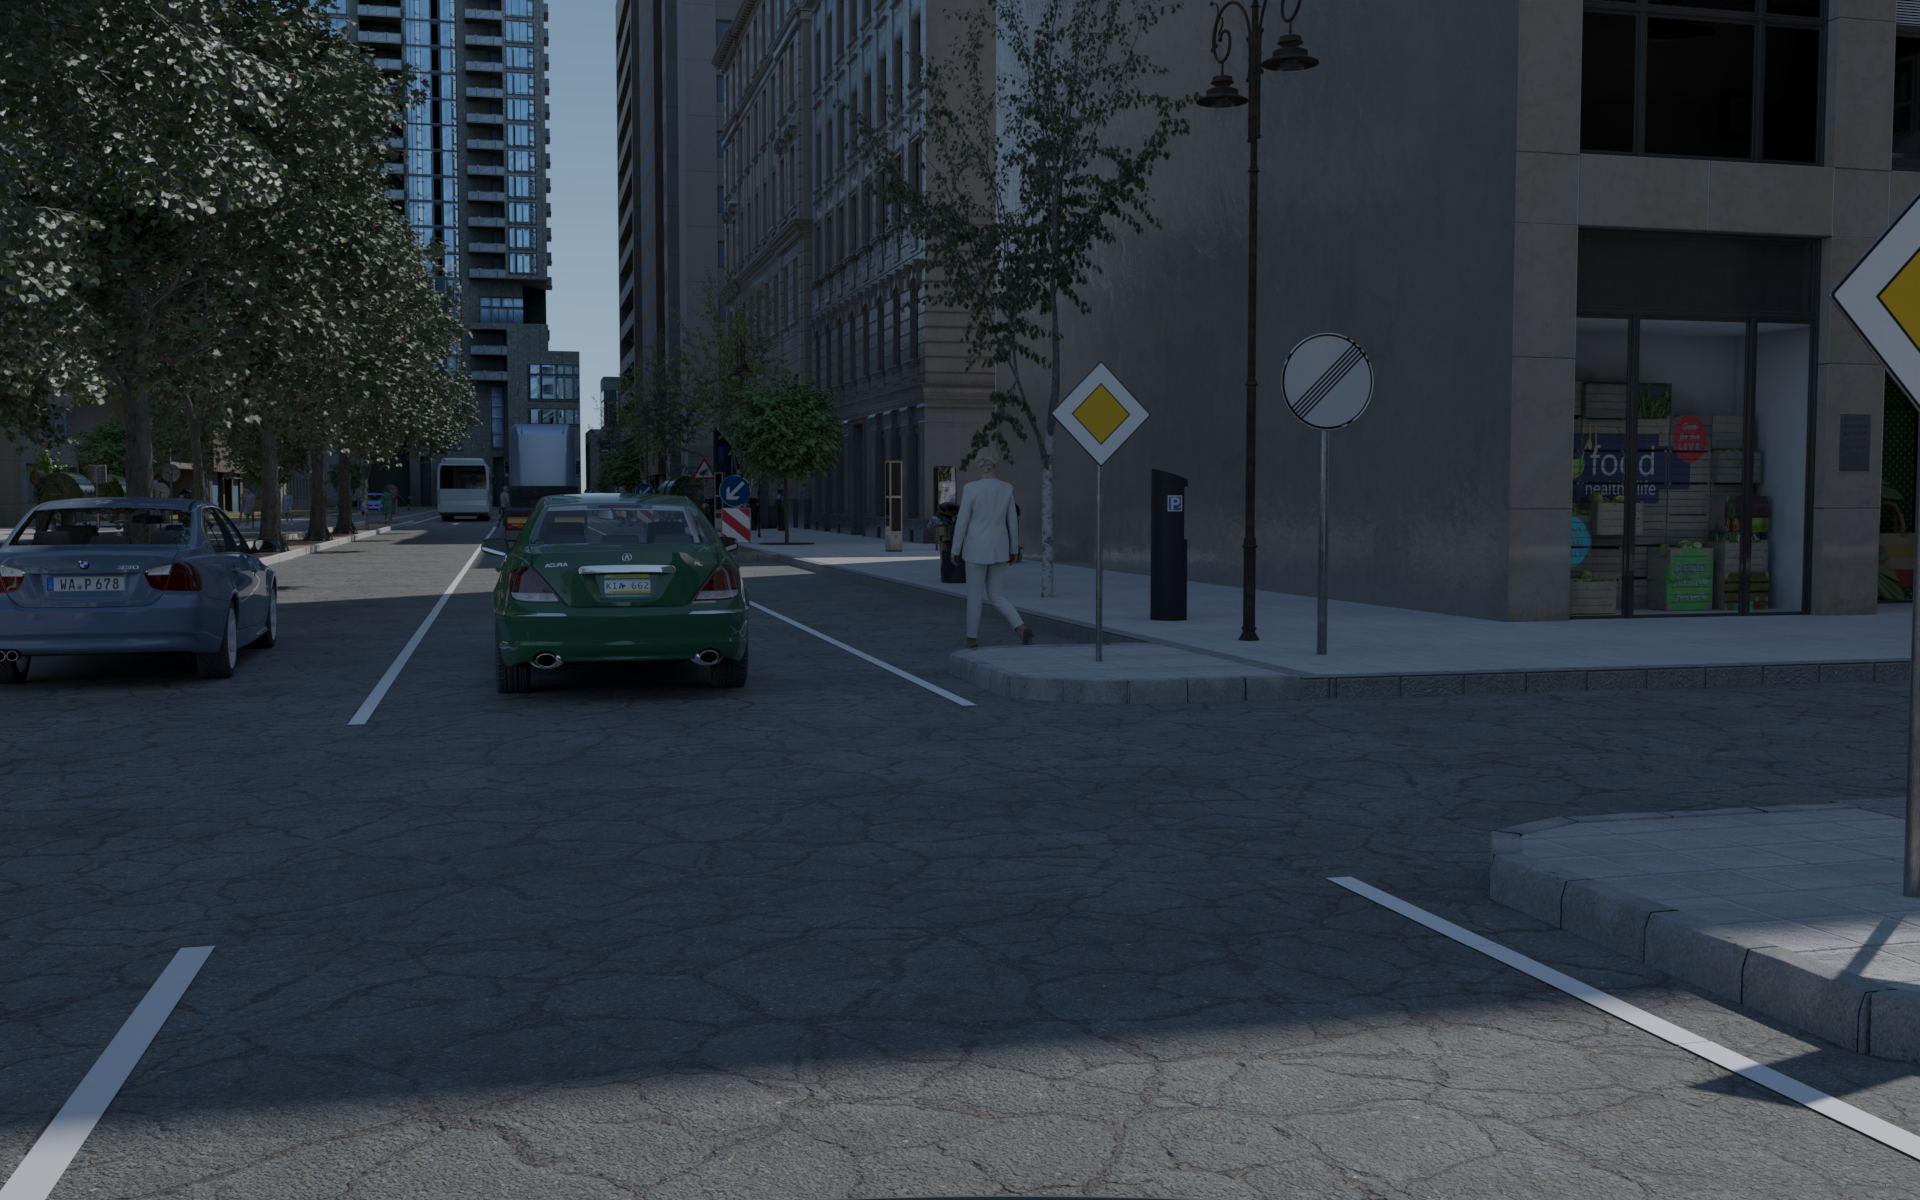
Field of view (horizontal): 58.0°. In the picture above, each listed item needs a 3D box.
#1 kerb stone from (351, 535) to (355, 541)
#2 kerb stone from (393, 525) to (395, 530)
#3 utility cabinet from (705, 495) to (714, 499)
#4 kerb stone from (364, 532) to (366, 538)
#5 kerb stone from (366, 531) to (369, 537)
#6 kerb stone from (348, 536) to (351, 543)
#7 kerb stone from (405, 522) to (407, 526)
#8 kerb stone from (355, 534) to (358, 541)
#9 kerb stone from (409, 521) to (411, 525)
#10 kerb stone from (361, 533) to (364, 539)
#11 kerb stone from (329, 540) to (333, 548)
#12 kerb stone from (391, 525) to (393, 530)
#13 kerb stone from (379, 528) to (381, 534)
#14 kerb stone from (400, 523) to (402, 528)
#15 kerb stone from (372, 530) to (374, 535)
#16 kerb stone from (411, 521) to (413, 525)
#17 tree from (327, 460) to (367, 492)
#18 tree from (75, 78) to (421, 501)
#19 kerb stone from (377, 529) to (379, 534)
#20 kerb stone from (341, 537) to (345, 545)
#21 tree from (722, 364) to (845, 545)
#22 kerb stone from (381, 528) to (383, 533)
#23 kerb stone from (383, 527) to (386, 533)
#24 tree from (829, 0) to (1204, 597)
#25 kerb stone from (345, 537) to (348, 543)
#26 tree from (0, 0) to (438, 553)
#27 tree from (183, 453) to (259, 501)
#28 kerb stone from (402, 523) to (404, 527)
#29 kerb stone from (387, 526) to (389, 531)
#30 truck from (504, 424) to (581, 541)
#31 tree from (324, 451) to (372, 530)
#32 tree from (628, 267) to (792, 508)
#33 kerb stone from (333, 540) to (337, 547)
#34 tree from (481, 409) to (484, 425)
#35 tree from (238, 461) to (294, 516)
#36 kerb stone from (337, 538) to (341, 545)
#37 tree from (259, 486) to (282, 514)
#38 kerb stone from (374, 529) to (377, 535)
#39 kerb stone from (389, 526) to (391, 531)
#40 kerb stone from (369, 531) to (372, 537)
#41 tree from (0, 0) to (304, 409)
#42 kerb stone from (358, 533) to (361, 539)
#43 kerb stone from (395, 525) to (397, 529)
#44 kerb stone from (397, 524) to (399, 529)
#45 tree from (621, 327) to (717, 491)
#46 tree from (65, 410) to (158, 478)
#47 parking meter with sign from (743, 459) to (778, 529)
[{"bbox_3d":[-18.277,-1.809,51.773,0.120,0.150,1.000,-1,4,-14],"label":"kerb stone"},{"bbox_3d":[-22.595,-2.842,68.658,0.120,0.150,1.000,-1,4,-14],"label":"kerb stone"},{"bbox_3d":[-11.912,-4.335,82.032,0.306,1.237,1.020,2,4,33],"label":"utility cabinet"},{"bbox_3d":[-19.294,-2.052,55.739,0.120,0.150,1.000,-1,4,-14],"label":"kerb stone"},{"bbox_3d":[-19.551,-2.112,56.742,0.120,0.150,1.000,-1,4,-14],"label":"kerb stone"},{"bbox_3d":[-18.031,-1.748,50.781,0.120,0.150,1.000,-1,4,-14],"label":"kerb stone"},{"bbox_3d":[-24.371,-3.265,75.628,0.120,0.150,1.000,-1,4,-14],"label":"kerb stone"},{"bbox_3d":[-18.532,-1.870,52.764,0.120,0.150,1.000,-1,4,-14],"label":"kerb stone"},{"bbox_3d":[-25.130,-3.451,78.615,0.120,0.150,1.000,-1,4,-14],"label":"kerb stone"},{"bbox_3d":[-19.036,-1.991,54.750,0.120,0.150,1.000,-1,4,-14],"label":"kerb stone"},{"bbox_3d":[-16.767,-1.444,45.814,0.120,0.150,1.000,-1,4,-14],"label":"kerb stone"},{"bbox_3d":[-22.332,-2.781,67.663,0.120,0.150,1.000,-1,4,-14],"label":"kerb stone"},{"bbox_3d":[-20.818,-2.417,61.717,0.120,0.150,1.000,-1,4,-14],"label":"kerb stone"},{"bbox_3d":[-23.604,-3.081,72.643,0.120,0.150,1.000,-1,4,-14],"label":"kerb stone"},{"bbox_3d":[-20.054,-2.235,58.736,0.120,0.150,1.000,-1,4,-14],"label":"kerb stone"},{"bbox_3d":[-25.377,-3.511,79.618,0.120,0.150,1.000,-1,4,-14],"label":"kerb stone"},{"bbox_3d":[-52.592,-10.091,148.700,4.285,4.588,4.351,0,3,0],"label":"tree"},{"bbox_3d":[-14.879,-5.939,33.974,8.767,10.594,7.601,-1,4,-14],"label":"tree"},{"bbox_3d":[-20.565,-2.357,60.726,0.120,0.150,1.000,-1,4,-14],"label":"kerb stone"},{"bbox_3d":[-17.513,-1.625,48.802,0.120,0.150,1.000,-1,4,-14],"label":"kerb stone"},{"bbox_3d":[-4.433,-3.700,44.203,4.285,4.588,4.351,0,3,0],"label":"tree"},{"bbox_3d":[-21.074,-2.478,62.707,0.120,0.150,1.000,-1,4,-14],"label":"kerb stone"},{"bbox_3d":[-21.322,-2.535,63.699,0.120,0.150,1.000,-1,4,-14],"label":"kerb stone"},{"bbox_3d":[0.859,-4.345,21.399,4.360,8.622,3.978,0,3,0],"label":"tree"},{"bbox_3d":[-17.773,-1.688,49.791,0.120,0.150,1.000,-1,4,-14],"label":"kerb stone"},{"bbox_3d":[-16.975,-7.516,42.344,9.611,12.733,9.660,0,3,0],"label":"tree"},{"bbox_3d":[-37.617,-8.280,85.748,4.737,8.622,4.395,0,3,0],"label":"tree"},{"bbox_3d":[-23.856,-3.146,73.634,0.120,0.150,1.000,-1,4,-14],"label":"kerb stone"},{"bbox_3d":[-21.832,-2.659,65.679,0.120,0.150,1.000,-1,4,-14],"label":"kerb stone"},{"bbox_3d":[-14.704,-4.369,61.199,2.967,4.110,18.799,-1,4,-14],"label":"truck"},{"bbox_3d":[-23.746,-7.109,69.054,4.360,8.622,3.978,0,3,0],"label":"tree"},{"bbox_3d":[-7.237,-6.426,55.420,4.737,8.622,4.395,0,3,0],"label":"tree"},{"bbox_3d":[-17.018,-1.505,46.807,0.120,0.150,1.000,-1,4,-14],"label":"kerb stone"},{"bbox_3d":[-19.586,-8.138,52.530,9.611,12.733,9.660,0,3,0],"label":"tree"},{"bbox_3d":[-41.329,-7.314,103.297,4.285,4.588,4.351,0,3,0],"label":"tree"},{"bbox_3d":[-17.273,-1.567,47.808,0.120,0.150,1.000,-1,4,-14],"label":"kerb stone"},{"bbox_3d":[-43.750,-9.816,110.850,4.737,8.622,4.395,0,3,0],"label":"tree"},{"bbox_3d":[-20.309,-2.296,59.734,0.120,0.150,1.000,-1,4,-14],"label":"kerb stone"},{"bbox_3d":[-22.084,-2.720,66.671,0.120,0.150,1.000,-1,4,-14],"label":"kerb stone"},{"bbox_3d":[-19.806,-2.174,57.743,0.120,0.150,1.000,-1,4,-14],"label":"kerb stone"},{"bbox_3d":[-9.680,-6.417,14.031,9.857,13.997,8.962,0,3,0],"label":"tree"},{"bbox_3d":[-18.787,-1.930,53.758,0.120,0.150,1.000,-1,4,-14],"label":"kerb stone"},{"bbox_3d":[-22.847,-2.894,69.661,0.120,0.150,1.000,-1,4,-14],"label":"kerb stone"},{"bbox_3d":[-23.103,-2.963,70.660,0.120,0.150,1.000,-1,4,-14],"label":"kerb stone"},{"bbox_3d":[-12.679,-7.686,76.032,4.360,8.622,3.978,0,3,0],"label":"tree"},{"bbox_3d":[-33.067,-5.138,67.728,4.285,4.588,4.351,0,3,0],"label":"tree"},{"bbox_3d":[-7.378,-4.130,63.782,0.543,3.016,1.738,2,4,28],"label":"parking meter with sign"}]
